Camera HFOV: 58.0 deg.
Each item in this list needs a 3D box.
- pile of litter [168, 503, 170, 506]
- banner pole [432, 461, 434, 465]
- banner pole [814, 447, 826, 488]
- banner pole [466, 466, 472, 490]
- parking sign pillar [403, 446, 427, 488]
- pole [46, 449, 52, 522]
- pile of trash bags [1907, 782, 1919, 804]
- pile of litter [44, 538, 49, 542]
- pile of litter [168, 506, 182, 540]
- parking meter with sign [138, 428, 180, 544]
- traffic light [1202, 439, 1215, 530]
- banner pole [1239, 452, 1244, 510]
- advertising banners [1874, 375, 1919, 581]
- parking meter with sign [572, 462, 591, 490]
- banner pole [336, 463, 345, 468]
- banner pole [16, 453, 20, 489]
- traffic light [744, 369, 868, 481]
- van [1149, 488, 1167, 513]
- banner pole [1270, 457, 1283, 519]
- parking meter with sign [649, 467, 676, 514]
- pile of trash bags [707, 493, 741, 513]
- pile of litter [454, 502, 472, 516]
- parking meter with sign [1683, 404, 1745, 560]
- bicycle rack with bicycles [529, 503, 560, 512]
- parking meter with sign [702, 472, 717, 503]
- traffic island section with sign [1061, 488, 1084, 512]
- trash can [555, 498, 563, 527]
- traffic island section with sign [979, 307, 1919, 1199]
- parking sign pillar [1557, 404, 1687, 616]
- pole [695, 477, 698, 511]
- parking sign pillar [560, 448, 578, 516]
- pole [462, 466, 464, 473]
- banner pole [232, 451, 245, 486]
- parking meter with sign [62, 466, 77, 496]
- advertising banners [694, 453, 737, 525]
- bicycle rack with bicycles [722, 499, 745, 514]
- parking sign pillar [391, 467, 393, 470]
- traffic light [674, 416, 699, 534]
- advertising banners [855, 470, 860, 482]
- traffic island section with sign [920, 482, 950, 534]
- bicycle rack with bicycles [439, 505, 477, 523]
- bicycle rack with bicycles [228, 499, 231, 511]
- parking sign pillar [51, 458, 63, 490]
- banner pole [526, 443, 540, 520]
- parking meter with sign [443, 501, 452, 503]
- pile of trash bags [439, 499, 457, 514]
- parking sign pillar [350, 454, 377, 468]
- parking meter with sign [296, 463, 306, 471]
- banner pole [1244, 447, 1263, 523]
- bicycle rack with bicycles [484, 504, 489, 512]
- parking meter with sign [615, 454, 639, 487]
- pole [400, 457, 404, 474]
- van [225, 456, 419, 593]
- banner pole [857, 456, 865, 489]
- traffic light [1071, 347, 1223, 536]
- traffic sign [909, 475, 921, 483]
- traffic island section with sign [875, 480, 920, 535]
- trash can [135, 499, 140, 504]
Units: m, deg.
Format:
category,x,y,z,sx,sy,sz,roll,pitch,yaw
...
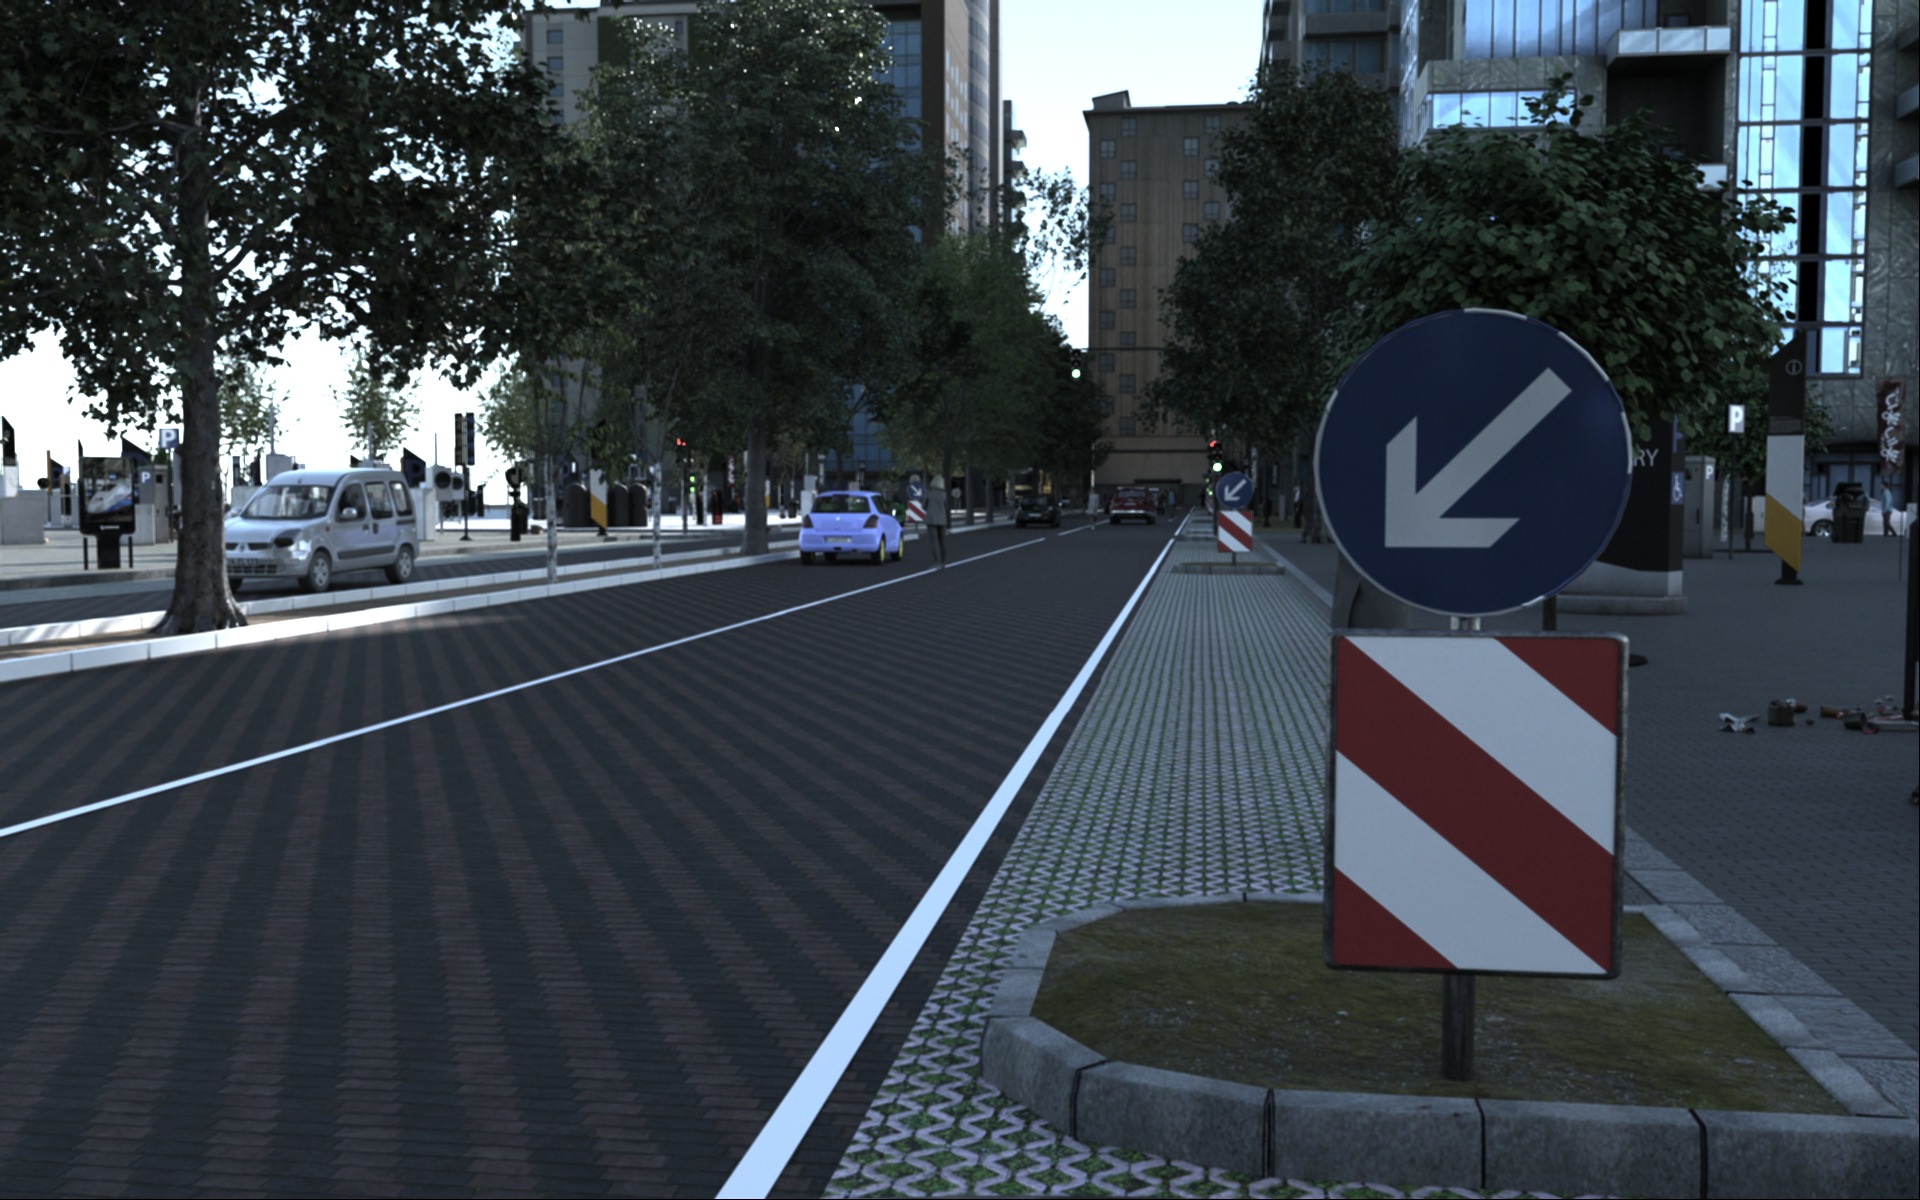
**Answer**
category,x,y,z,sx,sy,sz,roll,pitch,yaw
pile of litter,-43.678,-4.968,95.189,1.719,0.858,1.176,-1,4,-15
banner pole,-39.162,-8.534,129.545,0.401,3.779,0.863,3,5,39
banner pole,-6.900,-5.794,84.746,0.863,3.779,0.401,2,4,28
banner pole,-39.802,-9.210,140.597,0.401,3.779,0.863,1,4,20
parking sign pillar,-30.577,-6.658,97.335,1.447,3.967,1.447,-3,4,-36
pole,-41.640,-5.221,79.207,0.158,3.312,0.155,0,3,0
pile of trash bags,4.833,0.242,5.788,1.912,1.369,3.447,0,4,2
pile of litter,-24.994,-1.960,46.007,1.719,0.858,1.176,3,4,37
pile of litter,-22.495,-2.151,49.133,1.719,0.858,1.176,3,5,42
parking meter with sign,-20.876,-2.967,44.769,0.543,3.016,1.738,0,4,7
traffic light,9.012,-4.428,61.317,0.839,4.253,0.868,0,4,8
banner pole,16.868,-6.904,102.905,0.863,3.779,0.401,0,4,4
advertising banners,14.113,-1.765,25.039,0.090,3.025,2.074,-2,4,-25
parking meter with sign,-20.577,-6.108,96.125,1.738,3.016,0.543,-2,4,-31
banner pole,-50.238,-9.214,140.659,0.863,3.779,0.401,-1,4,-22
banner pole,-60.891,-7.443,111.714,0.863,3.779,0.401,2,4,23
traffic light,-5.655,-5.426,63.383,4.771,5.953,1.251,0,4,8
van,14.623,-7.556,130.557,2.013,2.044,4.112,0,4,6
banner pole,16.523,-6.117,90.038,0.863,3.779,0.401,1,4,14
parking meter with sign,-18.893,-6.973,110.262,0.543,3.016,1.738,3,5,44
pile of trash bags,-16.110,-6.715,119.548,1.912,1.369,3.447,1,4,23
pile of litter,-28.718,-5.252,99.838,1.176,0.858,1.719,-1,4,-20
parking meter with sign,14.639,-2.341,34.544,0.543,3.016,1.738,-2,4,-35
bicycle rack with bicycles,-29.386,-6.848,125.351,2.925,0.926,2.852,1,4,12
parking meter with sign,-19.645,-8.609,137.017,1.738,3.016,0.543,2,4,27
traffic island section with sign,8.939,-7.880,136.968,2.006,1.907,1.989,0,4,8
trash can,-15.664,-3.419,67.557,0.748,1.137,0.748,0,3,0
traffic island section with sign,1.094,0.253,4.493,1.989,1.847,2.006,0,4,8
parking sign pillar,7.180,-1.859,18.868,1.447,3.967,1.447,3,5,43
pole,-20.249,-8.528,133.274,0.158,3.312,0.155,0,3,0
parking sign pillar,-22.826,-6.903,101.336,1.447,3.967,1.447,-3,5,-41
pole,-32.337,-7.277,112.822,0.158,3.312,0.155,0,3,0
banner pole,-40.938,-6.632,98.448,0.863,3.779,0.401,-3,4,-36
parking meter with sign,-55.014,-6.831,107.944,0.543,3.016,1.738,1,4,15
advertising banners,-10.279,-4.703,73.086,2.074,3.025,0.090,-3,4,-38
bicycle rack with bicycles,-14.406,-6.181,114.443,2.925,0.926,2.852,-1,4,-20
parking sign pillar,-39.122,-7.903,117.694,1.447,3.967,1.447,-3,5,-41
traffic light,-8.846,-4.086,55.729,0.839,4.253,0.868,0,4,8
advertising banners,-8.069,-7.904,125.417,2.074,3.025,0.090,1,4,17
traffic island section with sign,-1.470,-3.328,62.551,2.006,1.907,1.989,0,4,8
bicycle rack with bicycles,-23.982,-4.008,78.916,2.925,0.926,2.852,1,4,13
bicycle rack with bicycles,-54.306,-7.100,129.462,2.852,0.926,2.925,0,4,5
parking sign pillar,-65.939,-8.459,126.769,1.447,3.967,1.447,0,4,-7
banner pole,-20.768,-5.779,84.508,0.863,3.779,0.401,-2,4,-29
parking meter with sign,-35.553,-7.453,118.122,1.738,3.016,0.543,-1,4,-22
pile of trash bags,-31.949,-5.759,103.909,1.912,1.369,3.447,1,4,22
parking sign pillar,-39.830,-7.739,115.011,1.447,3.967,1.447,0,4,-7
parking meter with sign,-37.485,-6.185,97.386,1.738,3.016,0.543,3,4,37
banner pole,13.289,-5.368,77.776,0.401,3.779,0.863,-2,4,-24
bicycle rack with bicycles,-34.085,-6.561,120.653,2.852,0.926,2.925,-2,4,-34
parking meter with sign,-14.615,-4.787,74.526,0.543,3.016,1.738,2,4,33
pole,-30.311,-6.134,94.140,0.158,3.312,0.155,0,3,0
van,-9.877,-1.192,26.495,2.013,2.044,4.112,1,4,9
banner pole,-6.570,-7.615,114.521,0.863,3.779,0.401,-3,5,-43
traffic light,5.821,-4.825,53.558,4.771,5.953,1.251,0,4,8
traffic sign,-2.941,-6.881,112.616,0.768,2.556,0.104,1,4,15
traffic island section with sign,-2.507,-2.880,55.217,2.006,1.907,1.989,0,4,8
trash can,-22.665,-2.200,47.630,0.748,1.137,0.748,0,3,0
